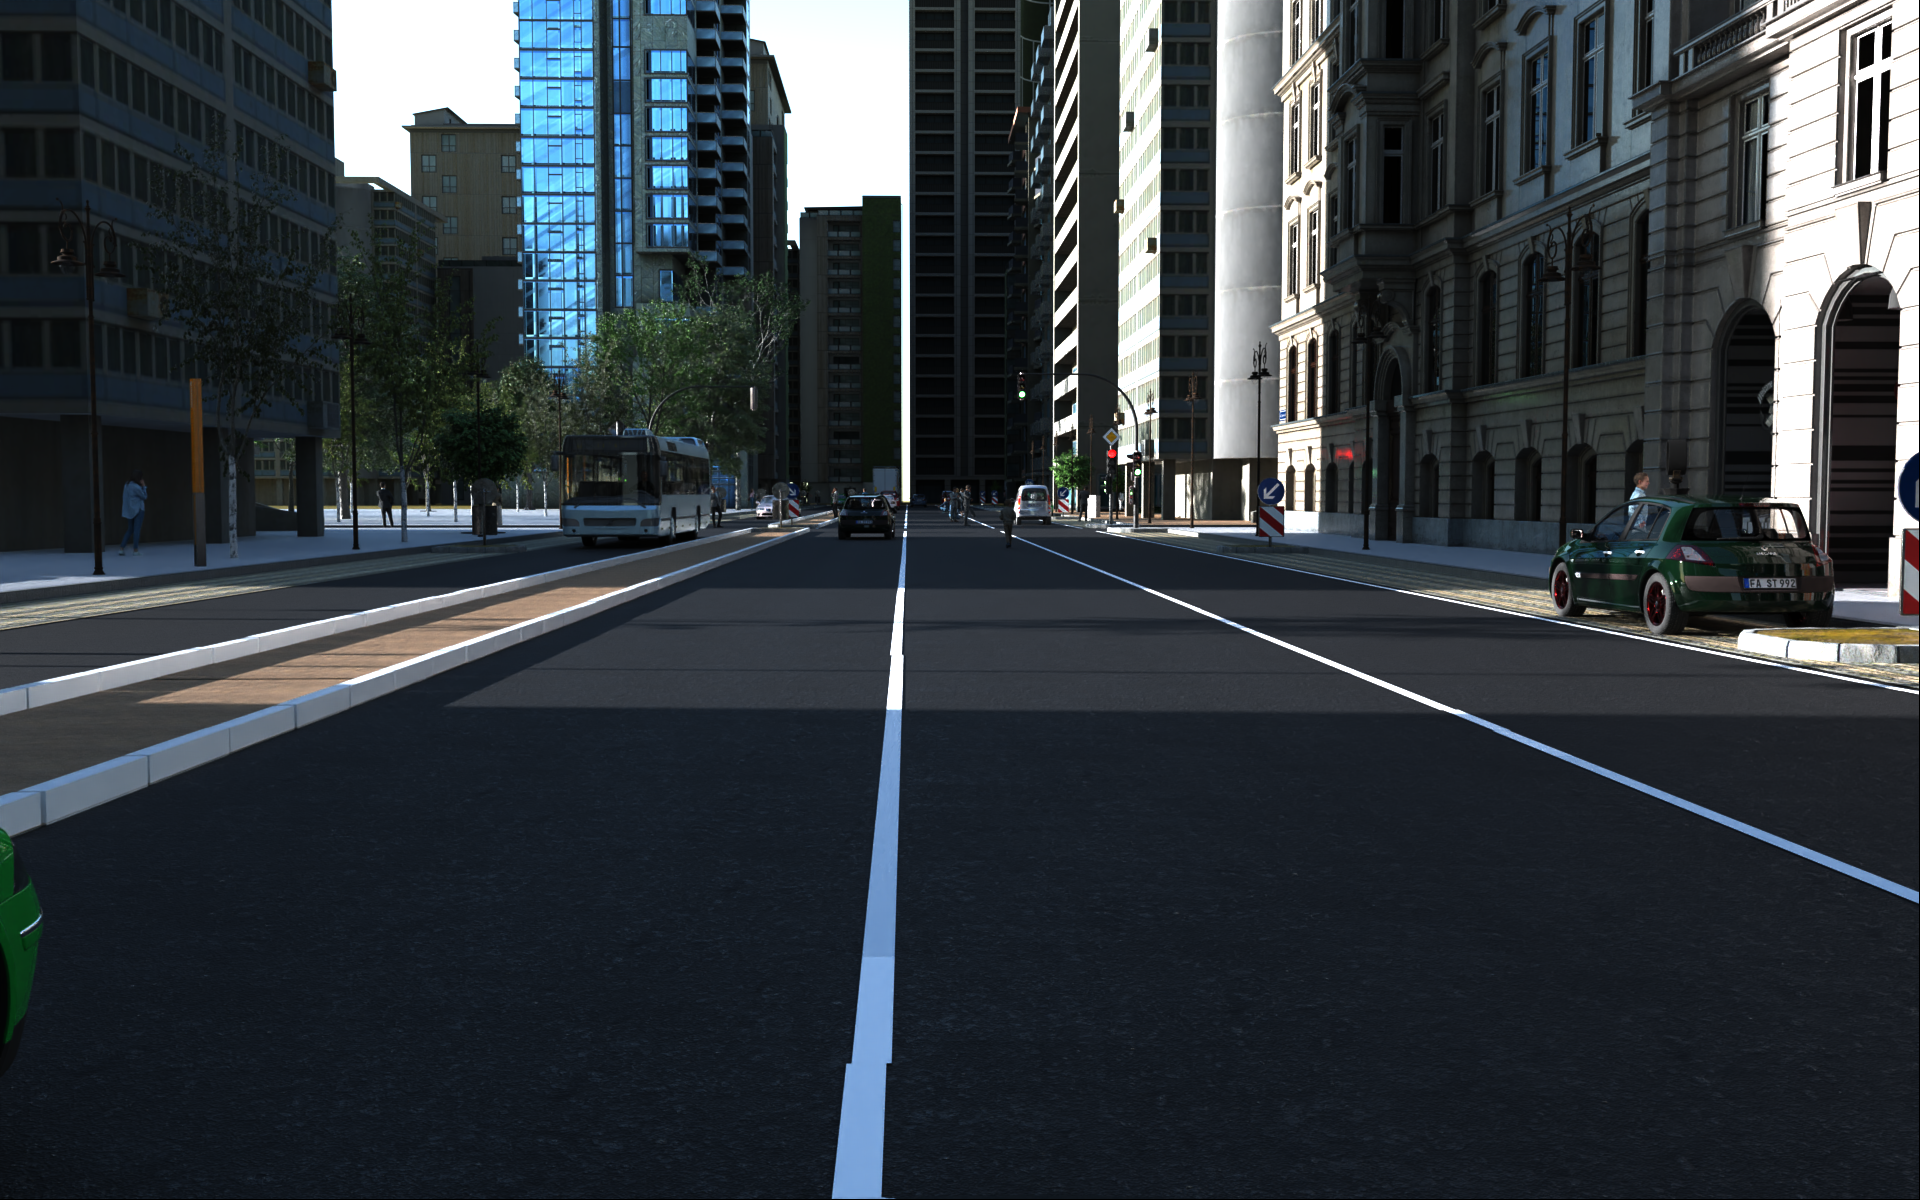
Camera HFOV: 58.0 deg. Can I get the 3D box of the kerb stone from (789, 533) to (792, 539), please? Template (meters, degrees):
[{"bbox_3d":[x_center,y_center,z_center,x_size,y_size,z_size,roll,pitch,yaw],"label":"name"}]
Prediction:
[{"bbox_3d":[-5.416,-1.947,54.084,0.120,0.150,1.000,0,4,-2],"label":"kerb stone"}]

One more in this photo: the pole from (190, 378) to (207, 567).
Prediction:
[{"bbox_3d":[-13.482,-2.251,30.640,0.158,3.312,0.155,0,3,0],"label":"pole"}]

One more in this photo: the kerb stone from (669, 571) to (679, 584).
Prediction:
[{"bbox_3d":[-4.618,-0.322,27.455,0.120,0.150,1.000,0,4,-2],"label":"kerb stone"}]

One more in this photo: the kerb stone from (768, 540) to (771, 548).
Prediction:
[{"bbox_3d":[-5.170,-1.448,45.877,0.120,0.150,1.000,0,4,-2],"label":"kerb stone"}]

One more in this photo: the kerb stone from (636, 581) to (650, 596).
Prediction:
[{"bbox_3d":[-4.531,-0.133,24.378,0.120,0.150,1.000,0,4,-2],"label":"kerb stone"}]

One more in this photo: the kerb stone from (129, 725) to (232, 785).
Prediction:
[{"bbox_3d":[-4.059,0.806,9.014,0.120,0.150,1.000,0,4,-2],"label":"kerb stone"}]

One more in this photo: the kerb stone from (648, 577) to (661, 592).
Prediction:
[{"bbox_3d":[-4.558,-0.196,25.402,0.120,0.150,1.000,0,4,-2],"label":"kerb stone"}]

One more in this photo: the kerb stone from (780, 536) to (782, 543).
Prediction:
[{"bbox_3d":[-5.299,-1.700,49.990,0.120,0.150,1.000,0,4,-2],"label":"kerb stone"}]

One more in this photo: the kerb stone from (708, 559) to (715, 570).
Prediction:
[{"bbox_3d":[-4.774,-0.634,32.574,0.120,0.150,1.000,0,4,-2],"label":"kerb stone"}]

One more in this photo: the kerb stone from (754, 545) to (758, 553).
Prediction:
[{"bbox_3d":[-5.049,-1.197,41.774,0.120,0.150,1.000,0,4,-2],"label":"kerb stone"}]

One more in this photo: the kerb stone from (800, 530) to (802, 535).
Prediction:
[{"bbox_3d":[-5.581,-2.264,59.204,0.120,0.150,1.000,0,4,-2],"label":"kerb stone"}]

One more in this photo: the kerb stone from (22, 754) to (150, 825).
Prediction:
[{"bbox_3d":[-4.024,0.869,7.981,0.120,0.150,1.000,0,4,-2],"label":"kerb stone"}]

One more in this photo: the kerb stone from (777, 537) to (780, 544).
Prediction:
[{"bbox_3d":[-5.264,-1.635,48.964,0.120,0.150,1.000,0,4,-2],"label":"kerb stone"}]

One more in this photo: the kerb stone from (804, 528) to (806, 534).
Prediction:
[{"bbox_3d":[-5.628,-2.388,61.247,0.120,0.150,1.000,0,4,-2],"label":"kerb stone"}]

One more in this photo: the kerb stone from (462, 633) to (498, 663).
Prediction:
[{"bbox_3d":[-4.245,0.431,15.155,0.120,0.150,1.000,0,4,-2],"label":"kerb stone"}]

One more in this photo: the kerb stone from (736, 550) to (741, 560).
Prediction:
[{"bbox_3d":[-4.921,-0.945,37.684,0.120,0.150,1.000,0,4,-2],"label":"kerb stone"}]

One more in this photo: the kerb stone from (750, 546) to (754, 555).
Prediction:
[{"bbox_3d":[-5.010,-1.135,40.753,0.120,0.150,1.000,0,4,-2],"label":"kerb stone"}]

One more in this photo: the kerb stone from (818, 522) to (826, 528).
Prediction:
[{"bbox_3d":[-6.077,-3.297,76.100,0.120,0.150,1.000,0,4,-2],"label":"kerb stone"}]

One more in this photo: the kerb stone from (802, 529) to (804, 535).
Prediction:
[{"bbox_3d":[-5.601,-2.326,60.226,0.120,0.150,1.000,0,4,-2],"label":"kerb stone"}]

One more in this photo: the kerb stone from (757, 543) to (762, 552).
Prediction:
[{"bbox_3d":[-5.070,-1.261,42.806,0.120,0.150,1.000,0,4,-2],"label":"kerb stone"}]

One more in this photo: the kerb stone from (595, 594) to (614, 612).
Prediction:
[{"bbox_3d":[-4.430,0.056,21.296,0.120,0.150,1.000,0,4,-2],"label":"kerb stone"}]

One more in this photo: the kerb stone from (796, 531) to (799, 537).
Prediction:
[{"bbox_3d":[-5.505,-2.139,57.161,0.120,0.150,1.000,0,4,-2],"label":"kerb stone"}]

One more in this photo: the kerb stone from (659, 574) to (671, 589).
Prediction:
[{"bbox_3d":[-4.585,-0.259,26.433,0.120,0.150,1.000,0,4,-2],"label":"kerb stone"}]

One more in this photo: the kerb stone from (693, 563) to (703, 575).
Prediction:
[{"bbox_3d":[-4.702,-0.510,30.528,0.120,0.150,1.000,0,4,-2],"label":"kerb stone"}]

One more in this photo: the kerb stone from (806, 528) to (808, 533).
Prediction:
[{"bbox_3d":[-5.659,-2.447,62.281,0.120,0.150,1.000,0,4,-2],"label":"kerb stone"}]

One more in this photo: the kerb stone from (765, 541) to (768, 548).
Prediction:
[{"bbox_3d":[-5.136,-1.386,44.856,0.120,0.150,1.000,0,4,-2],"label":"kerb stone"}]

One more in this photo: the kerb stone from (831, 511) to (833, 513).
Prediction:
[{"bbox_3d":[-9.778,-6.555,129.366,0.120,0.150,1.000,0,4,-2],"label":"kerb stone"}]

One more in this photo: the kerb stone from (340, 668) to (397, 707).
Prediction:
[{"bbox_3d":[-4.153,0.620,12.086,0.120,0.150,1.000,0,4,-2],"label":"kerb stone"}]

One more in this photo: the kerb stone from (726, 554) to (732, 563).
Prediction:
[{"bbox_3d":[-4.859,-0.822,35.640,0.120,0.150,1.000,0,4,-2],"label":"kerb stone"}]

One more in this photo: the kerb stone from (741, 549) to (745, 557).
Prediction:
[{"bbox_3d":[-4.959,-1.005,38.706,0.120,0.150,1.000,0,4,-2],"label":"kerb stone"}]

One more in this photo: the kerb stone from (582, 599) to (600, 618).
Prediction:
[{"bbox_3d":[-4.396,0.127,20.275,0.120,0.150,1.000,0,4,-2],"label":"kerb stone"}]

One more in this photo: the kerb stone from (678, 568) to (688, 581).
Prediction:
[{"bbox_3d":[-4.645,-0.384,28.477,0.120,0.150,1.000,0,4,-2],"label":"kerb stone"}]

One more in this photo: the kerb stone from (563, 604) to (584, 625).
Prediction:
[{"bbox_3d":[-4.361,0.185,19.246,0.120,0.150,1.000,0,4,-2],"label":"kerb stone"}]

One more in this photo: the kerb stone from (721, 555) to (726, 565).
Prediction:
[{"bbox_3d":[-4.832,-0.760,34.617,0.120,0.150,1.000,0,4,-2],"label":"kerb stone"}]

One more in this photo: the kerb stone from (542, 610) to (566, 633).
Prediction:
[{"bbox_3d":[-4.333,0.246,18.223,0.120,0.150,1.000,0,4,-2],"label":"kerb stone"}]

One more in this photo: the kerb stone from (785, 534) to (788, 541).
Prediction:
[{"bbox_3d":[-5.345,-1.825,52.038,0.120,0.150,1.000,0,4,-2],"label":"kerb stone"}]

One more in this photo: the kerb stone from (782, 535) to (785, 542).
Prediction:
[{"bbox_3d":[-5.323,-1.763,51.016,0.120,0.150,1.000,0,4,-2],"label":"kerb stone"}]

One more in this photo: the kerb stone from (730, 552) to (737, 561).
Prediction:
[{"bbox_3d":[-4.894,-0.885,36.663,0.120,0.150,1.000,0,4,-2],"label":"kerb stone"}]

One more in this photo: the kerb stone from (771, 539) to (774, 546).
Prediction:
[{"bbox_3d":[-5.201,-1.509,46.902,0.120,0.150,1.000,0,4,-2],"label":"kerb stone"}]

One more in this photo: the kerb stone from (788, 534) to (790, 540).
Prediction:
[{"bbox_3d":[-5.381,-1.880,53.063,0.120,0.150,1.000,0,4,-2],"label":"kerb stone"}]

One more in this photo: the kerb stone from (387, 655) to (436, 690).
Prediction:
[{"bbox_3d":[-4.186,0.556,13.108,0.120,0.150,1.000,0,4,-2],"label":"kerb stone"}]

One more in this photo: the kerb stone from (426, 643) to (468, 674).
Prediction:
[{"bbox_3d":[-4.221,0.493,14.133,0.120,0.150,1.000,0,4,-2],"label":"kerb stone"}]

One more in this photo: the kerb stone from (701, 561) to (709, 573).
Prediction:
[{"bbox_3d":[-4.742,-0.572,31.549,0.120,0.150,1.000,0,4,-2],"label":"kerb stone"}]

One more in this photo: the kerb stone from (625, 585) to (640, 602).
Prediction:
[{"bbox_3d":[-4.490,-0.068,23.355,0.120,0.150,1.000,0,4,-2],"label":"kerb stone"}]

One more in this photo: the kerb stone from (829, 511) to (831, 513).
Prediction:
[{"bbox_3d":[-9.689,-6.364,126.283,0.120,0.150,1.000,0,4,-2],"label":"kerb stone"}]

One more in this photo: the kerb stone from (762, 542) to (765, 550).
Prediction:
[{"bbox_3d":[-5.108,-1.323,43.827,0.120,0.150,1.000,0,4,-2],"label":"kerb stone"}]

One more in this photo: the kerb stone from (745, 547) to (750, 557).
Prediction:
[{"bbox_3d":[-4.982,-1.072,39.729,0.120,0.150,1.000,0,4,-2],"label":"kerb stone"}]

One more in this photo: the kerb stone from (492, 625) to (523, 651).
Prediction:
[{"bbox_3d":[-4.278,0.368,16.176,0.120,0.150,1.000,0,4,-2],"label":"kerb stone"}]

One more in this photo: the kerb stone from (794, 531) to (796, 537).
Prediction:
[{"bbox_3d":[-5.484,-2.076,56.140,0.120,0.150,1.000,0,4,-2],"label":"kerb stone"}]

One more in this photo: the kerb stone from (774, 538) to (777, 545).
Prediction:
[{"bbox_3d":[-5.235,-1.574,47.933,0.120,0.150,1.000,0,4,-2],"label":"kerb stone"}]

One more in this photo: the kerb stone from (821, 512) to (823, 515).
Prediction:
[{"bbox_3d":[-9.348,-5.676,114.999,0.120,0.150,1.000,0,4,-2],"label":"kerb stone"}]

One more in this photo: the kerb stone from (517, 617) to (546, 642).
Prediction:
[{"bbox_3d":[-4.304,0.306,17.198,0.120,0.150,1.000,0,4,-2],"label":"kerb stone"}]

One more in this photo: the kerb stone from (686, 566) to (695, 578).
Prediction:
[{"bbox_3d":[-4.673,-0.447,29.499,0.120,0.150,1.000,0,4,-2],"label":"kerb stone"}]

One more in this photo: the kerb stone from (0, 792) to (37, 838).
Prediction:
[{"bbox_3d":[-4.002,0.932,6.955,0.120,0.150,1.000,0,4,-2],"label":"kerb stone"}]

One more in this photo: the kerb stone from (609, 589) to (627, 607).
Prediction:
[{"bbox_3d":[-4.462,-0.008,22.324,0.120,0.150,1.000,0,4,-2],"label":"kerb stone"}]

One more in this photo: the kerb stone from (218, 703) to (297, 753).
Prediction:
[{"bbox_3d":[-4.095,0.748,10.038,0.120,0.150,1.000,0,4,-2],"label":"kerb stone"}]

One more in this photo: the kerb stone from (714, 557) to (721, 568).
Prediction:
[{"bbox_3d":[-4.801,-0.697,33.595,0.120,0.150,1.000,0,4,-2],"label":"kerb stone"}]

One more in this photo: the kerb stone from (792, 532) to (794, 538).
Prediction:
[{"bbox_3d":[-5.446,-2.009,55.119,0.120,0.150,1.000,0,4,-2],"label":"kerb stone"}]

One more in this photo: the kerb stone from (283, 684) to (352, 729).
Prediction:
[{"bbox_3d":[-4.121,0.682,11.065,0.120,0.150,1.000,0,4,-2],"label":"kerb stone"}]
